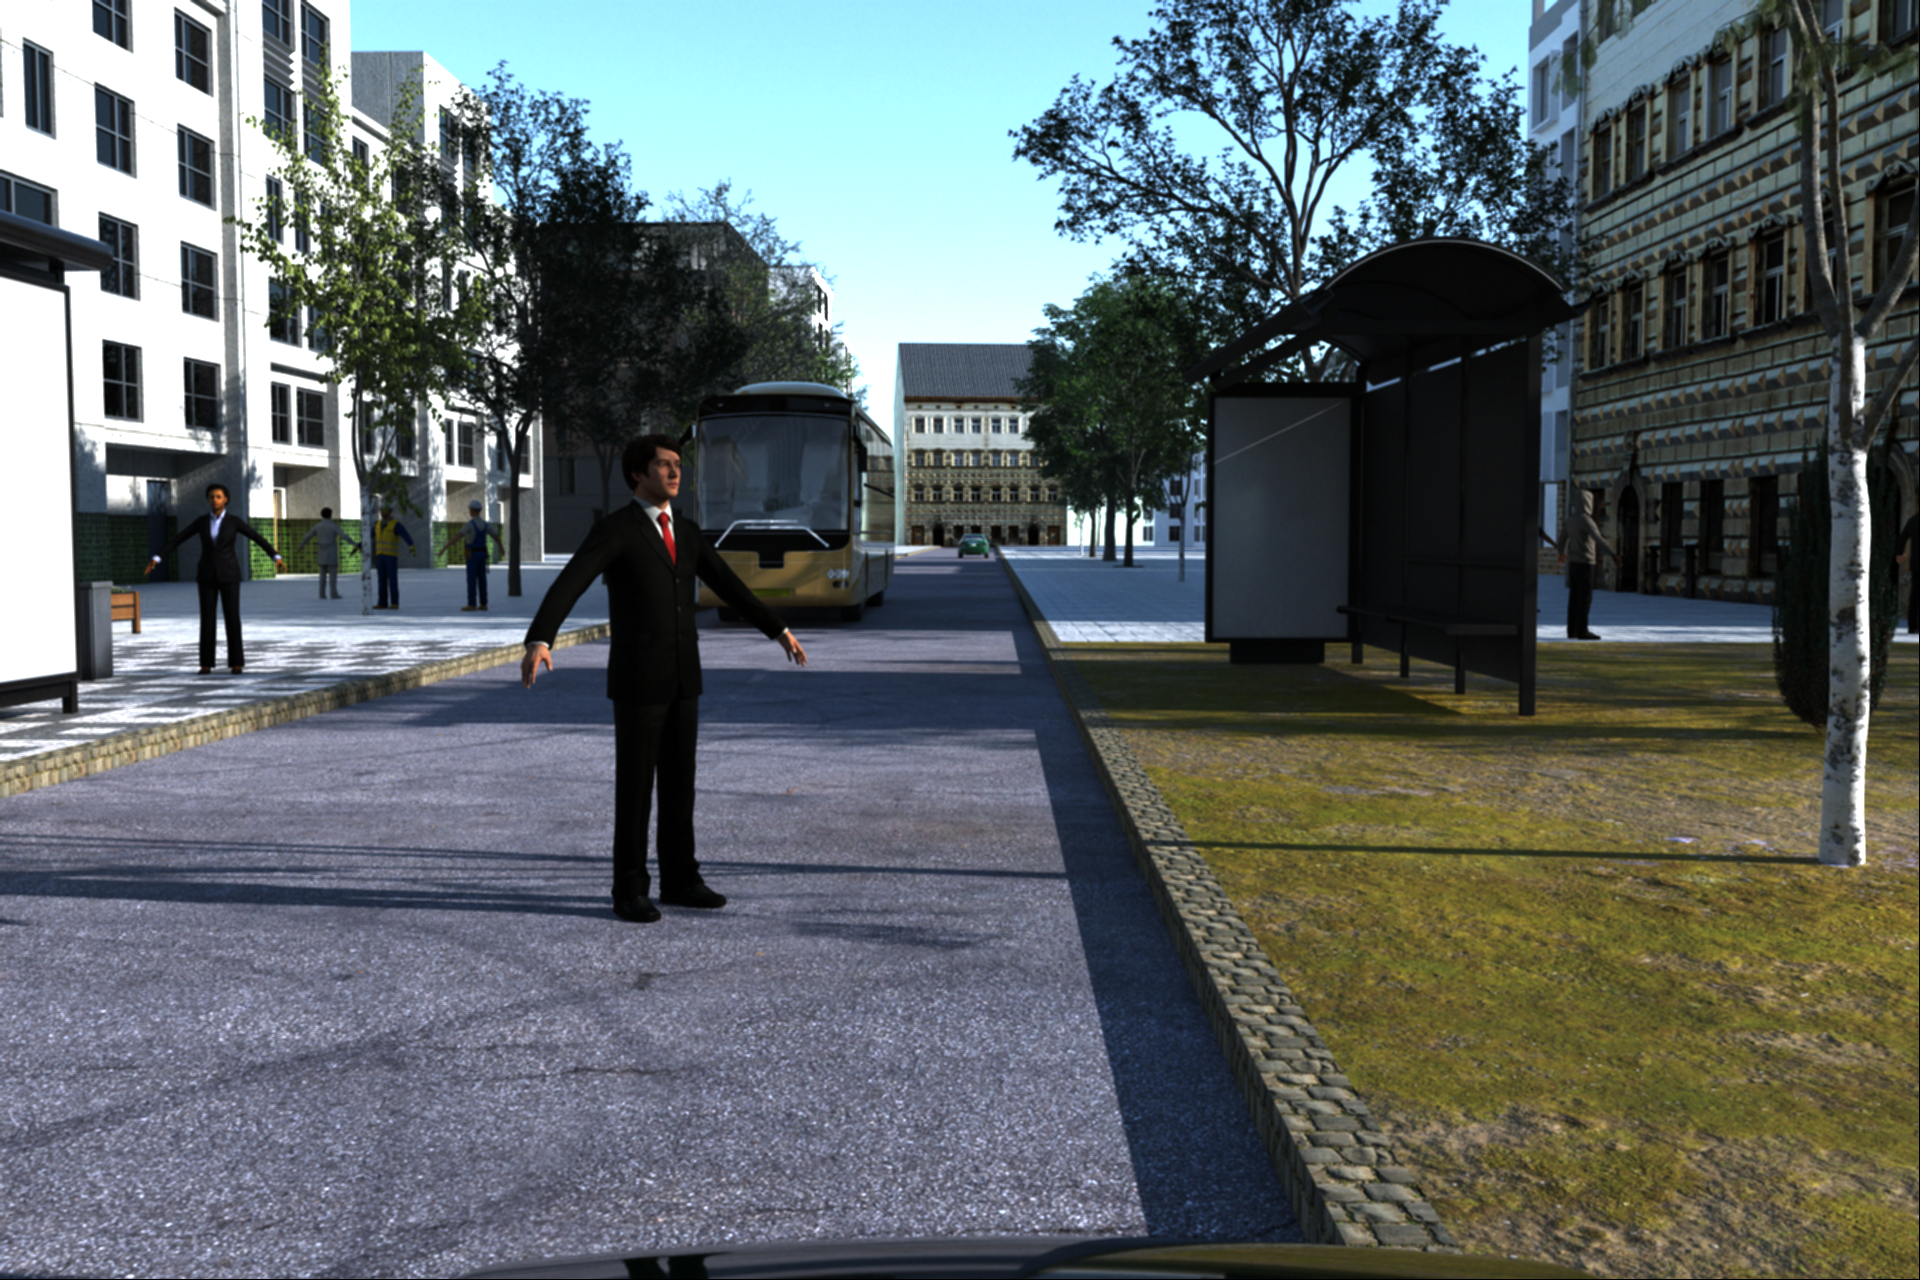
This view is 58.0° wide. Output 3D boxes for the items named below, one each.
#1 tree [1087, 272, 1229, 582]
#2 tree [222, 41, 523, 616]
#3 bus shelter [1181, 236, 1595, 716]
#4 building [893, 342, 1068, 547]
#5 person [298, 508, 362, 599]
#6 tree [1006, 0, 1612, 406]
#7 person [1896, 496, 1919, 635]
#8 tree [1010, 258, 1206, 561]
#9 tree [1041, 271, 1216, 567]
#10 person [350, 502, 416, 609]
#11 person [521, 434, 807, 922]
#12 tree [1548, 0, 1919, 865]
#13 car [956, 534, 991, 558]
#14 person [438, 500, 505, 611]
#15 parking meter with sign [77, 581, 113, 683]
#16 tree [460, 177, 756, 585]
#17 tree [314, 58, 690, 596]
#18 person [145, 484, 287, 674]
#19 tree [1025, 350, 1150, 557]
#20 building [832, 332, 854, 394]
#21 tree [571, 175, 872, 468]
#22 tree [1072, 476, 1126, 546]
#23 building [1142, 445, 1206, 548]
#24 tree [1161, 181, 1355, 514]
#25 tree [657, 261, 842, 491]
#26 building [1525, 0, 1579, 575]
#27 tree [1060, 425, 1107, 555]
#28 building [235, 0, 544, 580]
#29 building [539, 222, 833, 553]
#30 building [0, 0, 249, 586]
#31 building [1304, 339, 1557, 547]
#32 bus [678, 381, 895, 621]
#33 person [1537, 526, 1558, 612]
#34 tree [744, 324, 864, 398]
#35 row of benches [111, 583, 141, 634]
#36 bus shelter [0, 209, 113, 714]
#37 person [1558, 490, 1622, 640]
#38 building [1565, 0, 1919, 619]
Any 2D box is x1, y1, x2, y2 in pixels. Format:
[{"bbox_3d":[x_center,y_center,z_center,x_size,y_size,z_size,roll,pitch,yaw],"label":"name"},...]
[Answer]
[{"bbox_3d":[5.862,-5.900,46.831,4.737,8.622,4.395,0,3,0],"label":"tree"},{"bbox_3d":[-9.071,-4.687,26.998,4.737,8.622,4.395,0,3,0],"label":"tree"},{"bbox_3d":[3.253,-1.263,14.567,2.014,3.302,5.546,0,4,-1],"label":"bus shelter"},{"bbox_3d":[1.955,-22.325,198.397,18.063,23.208,19.493,0,4,-6],"label":"building"},{"bbox_3d":[-12.580,-1.732,34.501,1.347,1.806,0.705,0,4,7],"label":"person"},{"bbox_3d":[5.162,-5.483,24.055,8.767,10.594,7.601,-1,4,-20],"label":"tree"},{"bbox_3d":[12.354,-0.974,22.142,0.704,1.802,1.346,0,4,-5],"label":"person"},{"bbox_3d":[7.141,-10.722,81.957,9.857,13.997,8.962,0,3,0],"label":"tree"},{"bbox_3d":[6.663,-8.639,67.001,9.928,11.665,9.643,0,3,0],"label":"tree"},{"bbox_3d":[-9.802,-1.444,29.579,1.349,1.833,0.705,1,4,21],"label":"person"},{"bbox_3d":[-1.133,0.128,6.557,0.705,1.806,1.347,3,5,40],"label":"person"},{"bbox_3d":[3.639,-3.443,6.660,4.360,8.622,3.978,0,3,0],"label":"tree"},{"bbox_3d":[0.821,-5.637,103.968,2.131,1.459,4.920,0,4,1],"label":"car"},{"bbox_3d":[-8.123,-1.416,29.014,0.705,1.847,1.347,3,4,36],"label":"person"},{"bbox_3d":[-7.761,-1.117,14.524,0.543,3.016,1.738,0,4,0],"label":"parking meter with sign"},{"bbox_3d":[-8.813,-6.703,44.014,8.767,10.594,7.601,1,4,22],"label":"tree"},{"bbox_3d":[-9.277,-6.157,35.082,8.767,10.594,7.601,1,4,11],"label":"tree"},{"bbox_3d":[-6.772,-0.555,15.791,1.216,1.740,0.721,-1,4,-11],"label":"person"},{"bbox_3d":[7.324,-10.351,94.993,9.928,11.665,9.643,0,3,0],"label":"tree"},{"bbox_3d":[-25.624,-20.135,173.175,27.936,21.610,32.646,0,4,0],"label":"building"},{"bbox_3d":[-8.565,-9.162,60.168,12.009,13.543,11.850,0,3,0],"label":"tree"},{"bbox_3d":[15.562,-15.678,190.743,7.601,10.594,8.767,0,4,5],"label":"tree"},{"bbox_3d":[23.427,-13.880,169.079,9.099,9.664,28.070,0,4,1],"label":"building"},{"bbox_3d":[6.134,-5.316,37.273,4.737,8.622,4.395,0,3,0],"label":"tree"},{"bbox_3d":[-8.748,-9.434,72.378,7.486,12.596,7.792,0,3,0],"label":"tree"},{"bbox_3d":[23.589,-12.149,55.056,16.016,20.090,11.380,0,4,1],"label":"building"},{"bbox_3d":[7.075,-9.368,103.536,4.360,8.622,3.978,0,3,0],"label":"tree"},{"bbox_3d":[-27.956,-12.082,63.992,16.747,18.905,31.486,0,4,1],"label":"building"},{"bbox_3d":[-25.125,-17.506,130.195,27.936,21.610,32.646,0,4,2],"label":"building"},{"bbox_3d":[-27.993,-10.048,30.739,16.747,18.905,31.486,0,4,2],"label":"building"},{"bbox_3d":[21.604,-8.033,73.482,9.099,9.664,28.070,0,4,1],"label":"building"},{"bbox_3d":[-2.746,-2.454,31.668,2.896,3.916,12.252,0,4,1],"label":"bus"},{"bbox_3d":[9.278,-1.360,28.382,1.345,1.843,0.704,-1,4,-16],"label":"person"},{"bbox_3d":[-8.201,-9.808,86.110,9.928,11.665,9.643,0,3,0],"label":"tree"},{"bbox_3d":[-11.296,-0.311,20.547,1.422,0.672,4.104,1,4,14],"label":"row of benches"},{"bbox_3d":[-7.277,-1.860,8.041,2.179,5.291,8.768,0,4,2],"label":"bus shelter"},{"bbox_3d":[7.614,-0.918,21.132,0.705,1.813,1.348,-1,4,-10],"label":"person"},{"bbox_3d":[23.629,-12.271,31.565,19.493,23.208,18.063,0,4,1],"label":"building"}]
